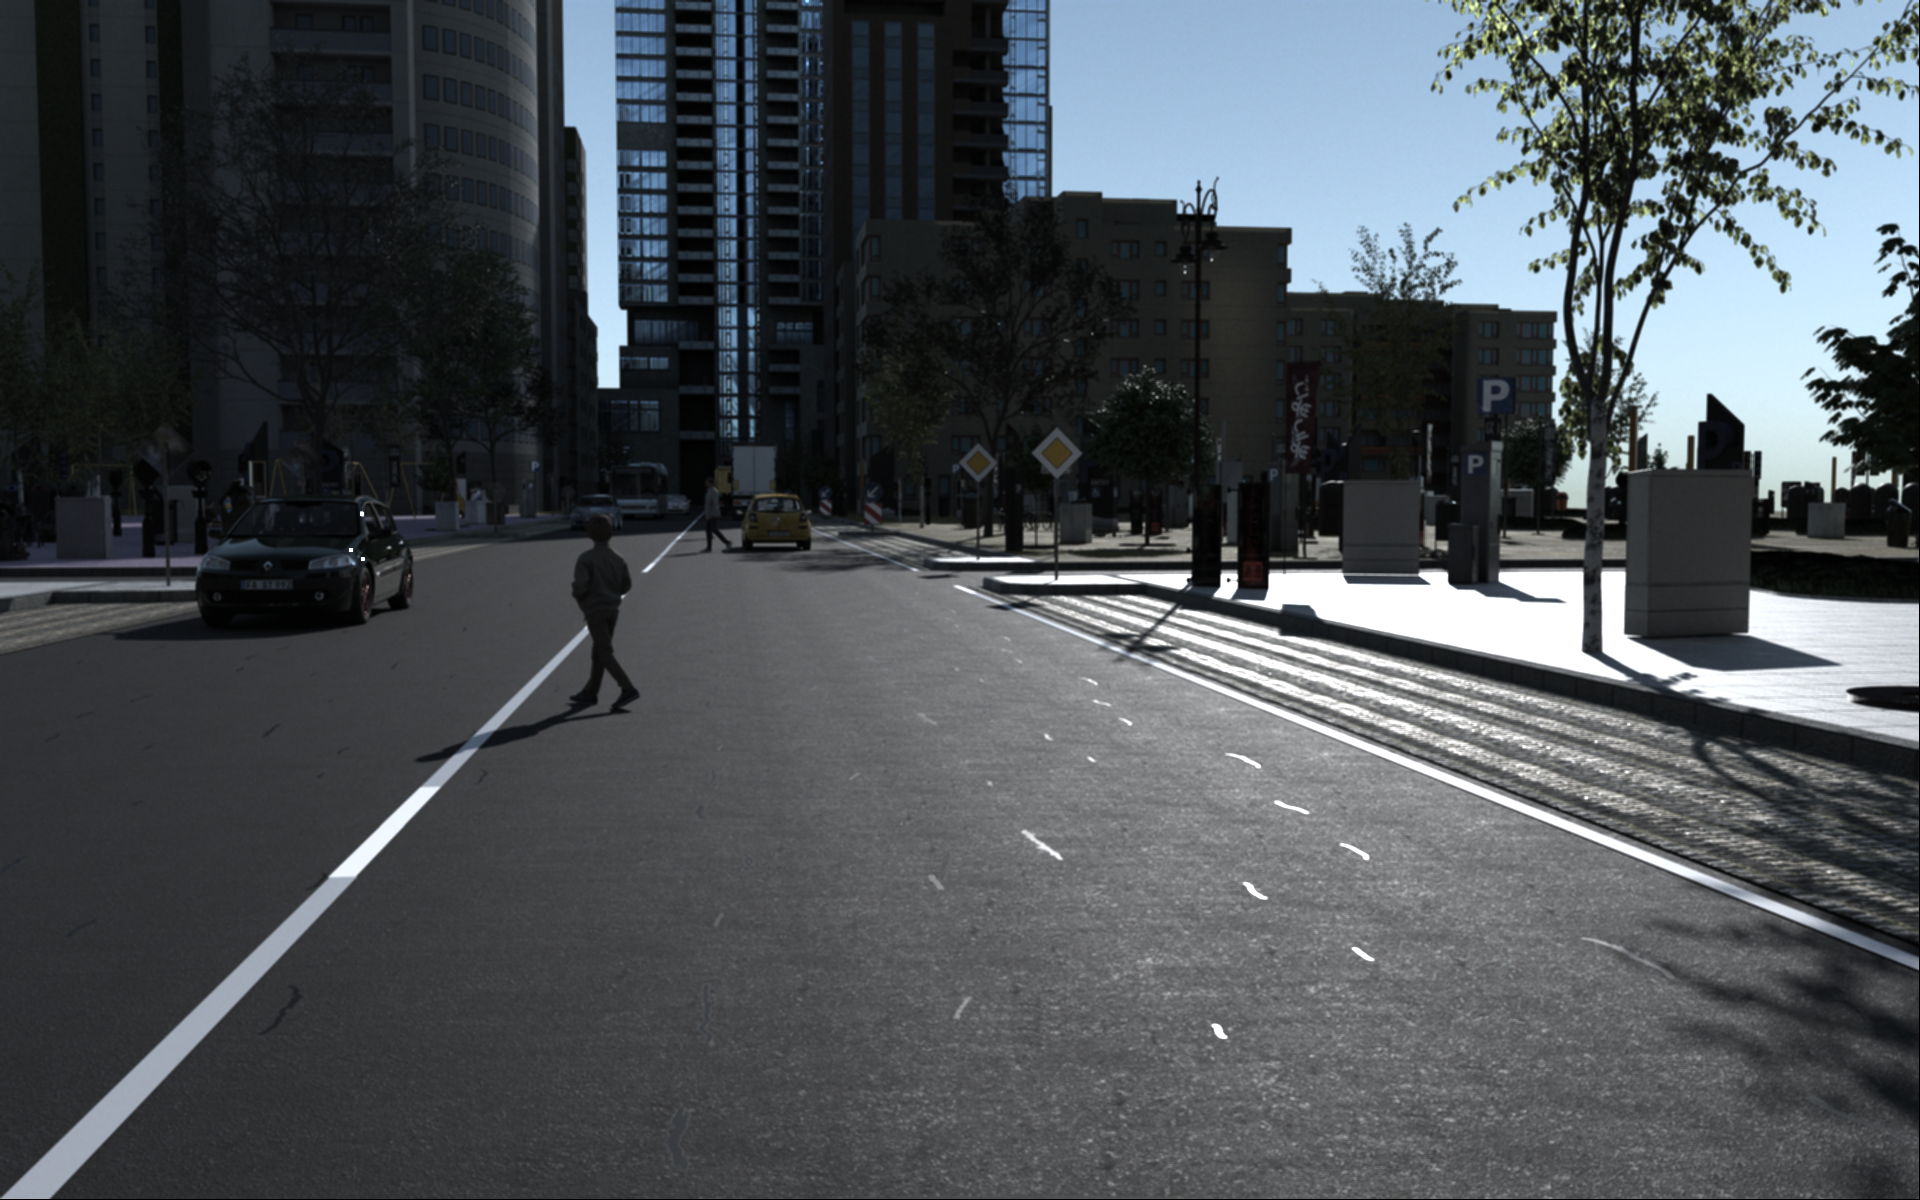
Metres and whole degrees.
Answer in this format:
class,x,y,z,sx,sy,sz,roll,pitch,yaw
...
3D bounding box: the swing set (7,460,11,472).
class,x,y,z,sx,sy,sz,roll,pitch,yaw
swing set,-44.315,-5.035,79.946,3.119,2.851,2.862,0,4,5

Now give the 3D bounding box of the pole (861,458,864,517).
class,x,y,z,sx,sy,sz,roll,pitch,yaw
pole,-5.516,-6.367,97.942,0.158,3.312,0.155,0,3,0

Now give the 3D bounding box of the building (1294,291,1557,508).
class,x,y,z,sx,sy,sz,roll,pitch,yaw
building,40.207,-20.227,175.758,28.899,21.520,27.650,0,4,-8

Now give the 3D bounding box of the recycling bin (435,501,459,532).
class,x,y,z,sx,sy,sz,roll,pitch,yaw
recycling bin,-17.619,-2.872,59.516,0.722,1.027,0.722,-1,4,-9

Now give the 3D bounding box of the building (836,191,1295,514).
class,x,y,z,sx,sy,sz,roll,pitch,yaw
building,5.849,-17.132,125.151,27.650,21.520,28.899,0,4,-8

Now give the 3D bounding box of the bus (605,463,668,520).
class,x,y,z,sx,sy,sz,roll,pitch,yaw
bus,-18.380,-6.404,99.563,2.948,3.499,13.247,0,4,-7

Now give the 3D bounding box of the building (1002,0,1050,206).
class,x,y,z,sx,sy,sz,roll,pitch,yaw
building,-3.025,-52.220,166.470,22.319,86.520,31.000,0,4,-8

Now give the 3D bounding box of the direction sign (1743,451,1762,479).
class,x,y,z,sx,sy,sz,roll,pitch,yaw
direction sign,41.788,-6.080,91.403,0.876,3.537,0.379,0,4,8

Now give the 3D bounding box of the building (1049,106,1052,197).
class,x,y,z,sx,sy,sz,roll,pitch,yaw
building,-1.460,-35.599,205.748,21.600,48.544,21.300,0,4,-8

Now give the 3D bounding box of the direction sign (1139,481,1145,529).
class,x,y,z,sx,sy,sz,roll,pitch,yaw
direction sign,6.705,-4.427,64.373,0.876,3.537,0.379,3,5,45

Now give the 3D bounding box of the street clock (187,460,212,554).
class,x,y,z,sx,sy,sz,roll,pitch,yaw
street clock,-16.221,-1.982,36.978,0.358,2.002,0.471,2,4,24

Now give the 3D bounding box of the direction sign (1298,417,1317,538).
class,x,y,z,sx,sy,sz,roll,pitch,yaw
direction sign,10.063,-3.610,51.014,0.876,3.537,0.379,1,4,20

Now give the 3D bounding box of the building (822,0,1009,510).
class,x,y,z,sx,sy,sz,roll,pitch,yaw
building,-4.109,-30.255,144.772,14.600,45.320,14.200,0,4,-8

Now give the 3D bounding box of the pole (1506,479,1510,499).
class,x,y,z,sx,sy,sz,roll,pitch,yaw
pole,31.391,-6.442,99.165,0.158,3.312,0.155,0,3,0

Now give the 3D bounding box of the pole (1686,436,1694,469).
class,x,y,z,sx,sy,sz,roll,pitch,yaw
pole,25.520,-4.080,60.546,0.158,3.312,0.155,0,3,0

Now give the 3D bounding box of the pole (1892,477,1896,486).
class,x,y,z,sx,sy,sz,roll,pitch,yaw
pole,37.812,-4.666,70.124,0.158,3.312,0.155,0,3,0

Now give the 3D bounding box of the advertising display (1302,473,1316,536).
class,x,y,z,sx,sy,sz,roll,pitch,yaw
advertising display,10.678,-2.922,52.982,0.123,1.923,0.974,0,4,-5

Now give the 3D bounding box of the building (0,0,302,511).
class,x,y,z,sx,sy,sz,roll,pitch,yaw
building,-79.616,-37.895,161.575,28.212,58.520,21.231,0,4,-8

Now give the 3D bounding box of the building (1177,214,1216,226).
class,x,y,z,sx,sy,sz,roll,pitch,yaw
building,17.913,-24.959,179.788,14.107,30.474,14.160,0,4,-8

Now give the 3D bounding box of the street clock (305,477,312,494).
class,x,y,z,sx,sy,sz,roll,pitch,yaw
street clock,-26.306,-3.990,69.799,0.358,2.002,0.471,-1,4,-22

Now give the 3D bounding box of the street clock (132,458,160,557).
class,x,y,z,sx,sy,sz,roll,pitch,yaw
street clock,-16.484,-1.869,35.136,0.471,2.002,0.358,-3,5,-43

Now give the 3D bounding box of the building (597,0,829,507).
class,x,y,z,sx,sy,sz,roll,pitch,yaw
building,-27.711,-54.351,201.315,31.000,86.520,22.319,0,4,-8

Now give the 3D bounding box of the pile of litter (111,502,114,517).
class,x,y,z,sx,sy,sz,roll,pitch,yaw
pile of litter,-46.984,-4.966,95.166,1.176,0.858,1.719,1,4,13

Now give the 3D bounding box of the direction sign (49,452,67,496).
class,x,y,z,sx,sy,sz,roll,pitch,yaw
direction sign,-48.082,-6.139,92.375,0.876,3.537,0.379,-1,4,-11

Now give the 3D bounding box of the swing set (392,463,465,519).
class,x,y,z,sx,sy,sz,roll,pitch,yaw
swing set,-26.877,-5.453,86.776,3.119,2.851,2.862,1,4,12

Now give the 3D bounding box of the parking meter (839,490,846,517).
class,x,y,z,sx,sy,sz,roll,pitch,yaw
parking meter,-6.699,-5.526,98.757,0.372,1.533,0.369,0,3,0

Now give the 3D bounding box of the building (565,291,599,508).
class,x,y,z,sx,sy,sz,roll,pitch,yaw
building,-49.982,-19.515,164.113,28.899,21.520,27.650,0,4,-8

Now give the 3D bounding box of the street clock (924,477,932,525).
class,x,y,z,sx,sy,sz,roll,pitch,yaw
street clock,-1.348,-4.180,72.918,0.358,2.002,0.471,0,4,-7

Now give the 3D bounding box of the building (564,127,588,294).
class,x,y,z,sx,sy,sz,roll,pitch,yaw
building,-49.430,-31.288,195.161,14.086,41.232,14.154,0,4,-8

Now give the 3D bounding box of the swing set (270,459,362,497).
class,x,y,z,sx,sy,sz,roll,pitch,yaw
swing set,-28.728,-4.845,76.830,3.119,2.851,2.862,0,4,1

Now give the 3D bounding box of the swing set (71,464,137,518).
class,x,y,z,sx,sy,sz,roll,pitch,yaw
swing set,-45.494,-5.784,92.184,3.119,2.851,2.862,-2,4,-32

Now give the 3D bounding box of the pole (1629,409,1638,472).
class,x,y,z,sx,sy,sz,roll,pitch,yaw
pole,16.211,-2.930,41.746,0.158,3.312,0.155,0,3,0

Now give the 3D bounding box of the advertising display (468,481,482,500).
class,x,y,z,sx,sy,sz,roll,pitch,yaw
advertising display,-24.058,-4.934,85.878,0.123,1.923,0.974,1,4,19

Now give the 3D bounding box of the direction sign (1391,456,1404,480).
class,x,y,z,sx,sy,sz,roll,pitch,yaw
direction sign,25.792,-6.738,102.158,0.379,3.537,0.876,-3,4,-37

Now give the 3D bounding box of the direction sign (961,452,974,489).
class,x,y,z,sx,sy,sz,roll,pitch,yaw
direction sign,0.408,-6.164,92.779,0.876,3.537,0.379,-3,5,-41

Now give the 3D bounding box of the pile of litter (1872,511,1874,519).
class,x,y,z,sx,sy,sz,roll,pitch,yaw
pile of litter,45.953,-4.500,87.548,1.176,0.858,1.719,0,4,-7

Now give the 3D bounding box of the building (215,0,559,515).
class,x,y,z,sx,sy,sz,roll,pitch,yaw
building,-39.747,-35.228,117.983,21.231,58.520,28.212,0,4,-8

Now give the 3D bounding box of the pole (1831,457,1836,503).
class,x,y,z,sx,sy,sz,roll,pitch,yaw
pole,48.106,-6.210,95.375,0.158,3.312,0.155,0,3,0

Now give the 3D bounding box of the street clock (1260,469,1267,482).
class,x,y,z,sx,sy,sz,roll,pitch,yaw
street clock,8.910,-2.773,49.914,0.471,2.002,0.358,-1,4,-21

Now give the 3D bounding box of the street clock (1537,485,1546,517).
class,x,y,z,sx,sy,sz,roll,pitch,yaw
street clock,24.907,-4.265,74.304,0.358,2.002,0.471,-1,4,-21

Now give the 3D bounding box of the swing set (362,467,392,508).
class,x,y,z,sx,sy,sz,roll,pitch,yaw
swing set,-29.918,-5.357,85.212,2.862,2.851,3.119,0,4,-5

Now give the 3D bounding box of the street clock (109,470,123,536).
class,x,y,z,sx,sy,sz,roll,pitch,yaw
street clock,-25.729,-2.952,52.830,0.358,2.002,0.471,0,4,-4

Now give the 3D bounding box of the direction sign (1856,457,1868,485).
class,x,y,z,sx,sy,sz,roll,pitch,yaw
direction sign,38.304,-4.962,73.124,0.876,3.537,0.379,3,4,38

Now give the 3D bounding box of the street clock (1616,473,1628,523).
class,x,y,z,sx,sy,sz,roll,pitch,yaw
street clock,23.318,-3.447,60.928,0.358,2.002,0.471,-3,4,-36

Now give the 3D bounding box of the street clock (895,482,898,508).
class,x,y,z,sx,sy,sz,roll,pitch,yaw
street clock,-3.858,-6.098,104.276,0.471,2.002,0.358,2,4,32

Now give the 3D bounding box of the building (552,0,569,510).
class,x,y,z,sx,sy,sz,roll,pitch,yaw
building,-39.584,-29.975,140.194,14.600,45.320,14.200,0,4,-8

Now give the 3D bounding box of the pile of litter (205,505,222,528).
class,x,y,z,sx,sy,sz,roll,pitch,yaw
pile of litter,-28.919,-3.218,66.576,1.719,0.858,1.176,-1,4,-18

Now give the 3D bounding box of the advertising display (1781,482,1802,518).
class,x,y,z,sx,sy,sz,roll,pitch,yaw
advertising display,42.958,-5.156,89.517,0.123,1.923,0.974,-3,5,-39

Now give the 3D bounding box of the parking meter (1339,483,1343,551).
class,x,y,z,sx,sy,sz,roll,pitch,yaw
parking meter,8.806,-1.892,39.350,0.372,1.533,0.369,0,3,0

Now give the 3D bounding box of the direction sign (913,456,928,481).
class,x,y,z,sx,sy,sz,roll,pitch,yaw
direction sign,-2.350,-6.792,103.045,0.876,3.537,0.379,-1,4,-17

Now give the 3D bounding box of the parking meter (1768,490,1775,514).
class,x,y,z,sx,sy,sz,roll,pitch,yaw
parking meter,52.425,-6.330,111.913,0.372,1.533,0.369,0,3,0
